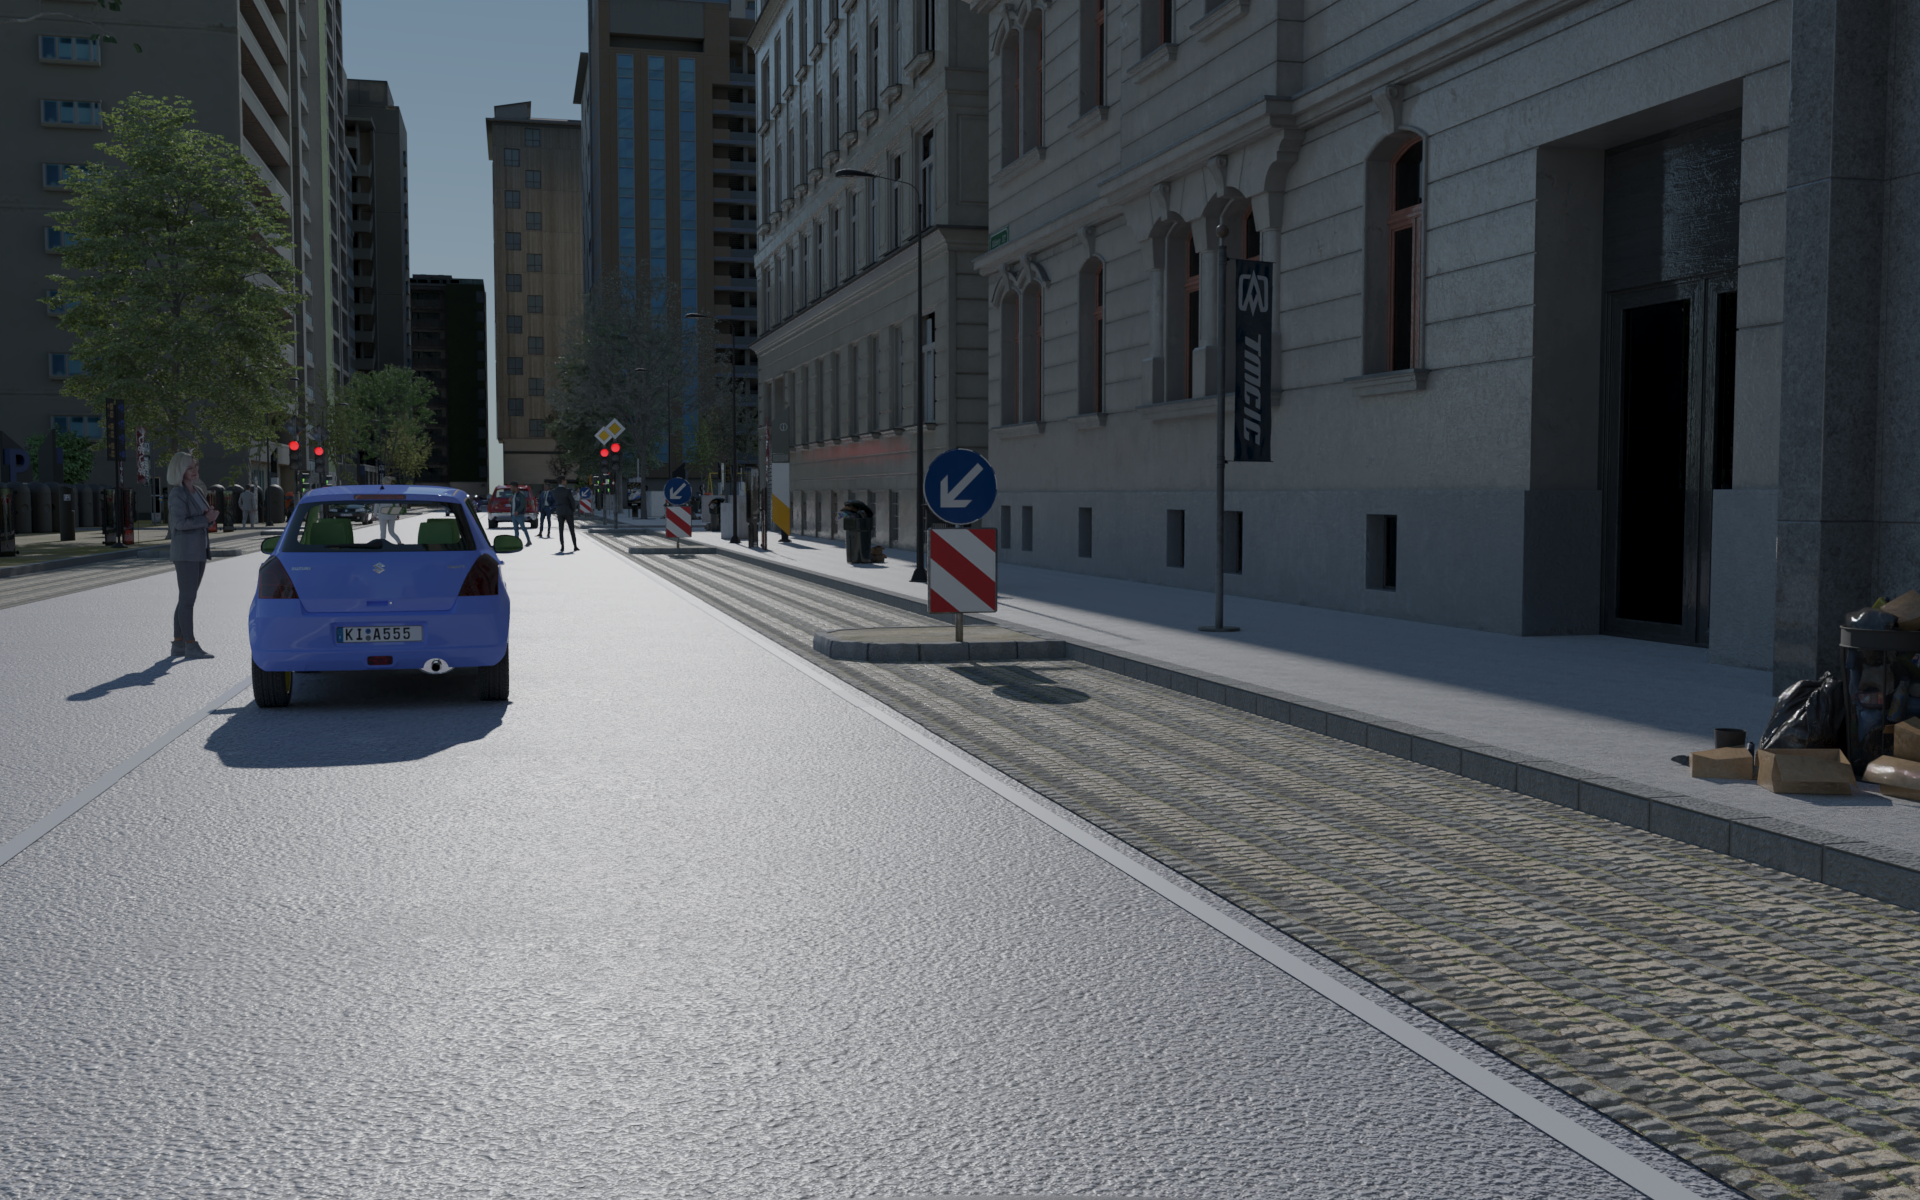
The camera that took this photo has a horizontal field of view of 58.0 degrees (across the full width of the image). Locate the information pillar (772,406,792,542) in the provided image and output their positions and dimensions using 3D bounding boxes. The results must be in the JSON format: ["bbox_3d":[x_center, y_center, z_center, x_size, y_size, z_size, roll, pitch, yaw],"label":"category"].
[{"bbox_3d":[-4.766,-3.357,46.247,0.504,3.616,0.183,0,4,8],"label":"information pillar"}]

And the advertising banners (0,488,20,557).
[{"bbox_3d":[-19.543,-2.346,34.543,0.090,3.025,2.074,0,4,8],"label":"advertising banners"}]

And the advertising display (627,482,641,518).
[{"bbox_3d":[-17.745,-5.464,94.556,0.974,1.923,0.123,2,4,30],"label":"advertising display"}]

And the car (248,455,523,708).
[{"bbox_3d":[-4.286,-0.213,13.075,1.945,1.707,3.694,-1,4,-16],"label":"car"}]

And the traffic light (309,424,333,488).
[{"bbox_3d":[-25.450,-4.895,68.956,0.839,4.253,0.868,-1,4,-14],"label":"traffic light"}]

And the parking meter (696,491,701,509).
[{"bbox_3d":[-22.313,-8.529,147.853,0.372,1.533,0.369,0,3,0],"label":"parking meter"}]

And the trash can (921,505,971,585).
[{"bbox_3d":[-0.149,-0.715,23.339,0.748,1.137,0.748,0,3,0],"label":"trash can"}]

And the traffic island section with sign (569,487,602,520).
[{"bbox_3d":[-20.872,-5.334,95.838,1.989,1.847,2.006,-1,4,-14],"label":"traffic island section with sign"}]

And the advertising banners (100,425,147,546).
[{"bbox_3d":[-21.051,-2.906,43.701,0.090,3.025,2.074,0,4,5],"label":"advertising banners"}]

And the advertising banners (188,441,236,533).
[{"bbox_3d":[-24.915,-3.758,57.627,0.090,3.025,2.074,1,4,20],"label":"advertising banners"}]

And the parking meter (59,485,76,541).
[{"bbox_3d":[-24.567,-2.400,47.651,0.372,1.533,0.369,0,3,0],"label":"parking meter"}]

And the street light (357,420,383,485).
[{"bbox_3d":[-37.111,-8.312,108.438,1.470,5.913,1.316,-1,4,-14],"label":"street light"}]

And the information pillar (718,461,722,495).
[{"bbox_3d":[-17.216,-8.123,124.170,0.183,3.616,0.504,-2,4,-31],"label":"information pillar"}]

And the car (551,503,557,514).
[{"bbox_3d":[-29.100,-6.980,126.708,1.945,1.354,3.894,-1,4,-15],"label":"car"}]

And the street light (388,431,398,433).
[{"bbox_3d":[-42.304,-9.518,128.166,1.470,5.913,1.316,-1,4,-14],"label":"street light"}]

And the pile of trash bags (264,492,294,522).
[{"bbox_3d":[-31.172,-4.299,80.037,1.912,1.369,3.447,-1,4,-14],"label":"pile of trash bags"}]

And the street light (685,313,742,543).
[{"bbox_3d":[-6.380,-4.420,44.809,1.470,5.913,1.316,-1,4,-14],"label":"street light"}]

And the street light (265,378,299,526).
[{"bbox_3d":[-27.051,-5.908,69.137,1.470,5.913,1.316,-1,4,-14],"label":"street light"}]

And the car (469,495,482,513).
[{"bbox_3d":[-37.746,-7.382,133.277,1.945,1.354,3.894,-1,4,-13],"label":"car"}]

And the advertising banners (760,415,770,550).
[{"bbox_3d":[-4.456,-2.651,39.536,0.090,3.025,2.074,-1,4,-10],"label":"advertising banners"}]

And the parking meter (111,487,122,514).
[{"bbox_3d":[-28.293,-3.040,58.117,0.372,1.533,0.369,0,3,0],"label":"parking meter"}]

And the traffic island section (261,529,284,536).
[{"bbox_3d":[-23.502,-2.389,61.346,2.009,0.180,2.903,-1,4,-14],"label":"traffic island section"}]

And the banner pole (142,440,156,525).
[{"bbox_3d":[-33.157,-4.945,70.862,0.863,3.779,0.401,2,4,23],"label":"banner pole"}]

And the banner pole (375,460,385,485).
[{"bbox_3d":[-41.975,-8.274,125.291,0.863,3.779,0.401,0,4,-8],"label":"banner pole"}]

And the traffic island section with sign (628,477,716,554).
[{"bbox_3d":[-6.984,-2.030,41.821,1.989,1.847,2.006,-1,4,-14],"label":"traffic island section with sign"}]

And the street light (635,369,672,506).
[{"bbox_3d":[-11.338,-5.614,64.332,1.470,5.913,1.316,-1,4,-14],"label":"street light"}]

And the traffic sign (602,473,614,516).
[{"bbox_3d":[-20.695,-6.250,102.188,0.884,2.594,0.081,-1,4,-12],"label":"traffic sign"}]

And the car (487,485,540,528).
[{"bbox_3d":[-19.064,-3.994,73.979,2.281,1.827,5.304,-1,4,-13],"label":"car"}]

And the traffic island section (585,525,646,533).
[{"bbox_3d":[-12.709,-2.558,64.105,2.009,0.180,2.903,-1,4,-14],"label":"traffic island section"}]

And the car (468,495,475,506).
[{"bbox_3d":[-32.516,-6.147,112.508,2.014,1.417,4.499,-1,4,-15],"label":"car"}]

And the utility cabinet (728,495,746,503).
[{"bbox_3d":[-11.874,-4.982,92.613,1.020,1.237,0.306,-2,4,-29],"label":"utility cabinet"}]

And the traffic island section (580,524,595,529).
[{"bbox_3d":[-14.698,-3.031,71.840,2.009,0.180,2.903,-1,4,-14],"label":"traffic island section"}]

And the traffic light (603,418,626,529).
[{"bbox_3d":[-12.751,-4.591,63.981,0.839,4.253,0.868,-1,4,-14],"label":"traffic light"}]

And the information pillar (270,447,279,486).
[{"bbox_3d":[-34.418,-5.852,87.035,0.504,3.616,0.183,2,4,30],"label":"information pillar"}]

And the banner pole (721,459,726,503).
[{"bbox_3d":[-16.726,-8.108,122.581,0.401,3.779,0.863,1,4,15],"label":"banner pole"}]

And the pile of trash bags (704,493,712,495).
[{"bbox_3d":[-13.887,-5.821,104.925,3.447,1.369,1.912,0,4,3],"label":"pile of trash bags"}]

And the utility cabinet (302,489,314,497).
[{"bbox_3d":[-31.244,-4.561,83.246,0.318,1.500,1.173,-3,5,-43],"label":"utility cabinet"}]

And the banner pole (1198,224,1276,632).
[{"bbox_3d":[2.632,-1.607,16.295,0.863,3.779,0.401,-2,4,-32],"label":"banner pole"}]

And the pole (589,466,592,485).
[{"bbox_3d":[-27.264,-8.190,127.746,0.158,3.312,0.155,0,3,0],"label":"pole"}]

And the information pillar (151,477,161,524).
[{"bbox_3d":[-35.052,-4.343,75.494,0.304,2.012,0.304,-3,5,-44],"label":"information pillar"}]

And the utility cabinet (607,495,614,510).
[{"bbox_3d":[-28.070,-7.815,138.930,1.020,1.237,0.306,0,4,-8],"label":"utility cabinet"}]

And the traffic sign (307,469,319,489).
[{"bbox_3d":[-31.496,-5.182,84.729,0.884,2.594,0.081,-1,4,-8],"label":"traffic sign"}]

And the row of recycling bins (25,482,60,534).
[{"bbox_3d":[-30.606,-3.033,56.710,1.069,1.692,3.534,1,4,10],"label":"row of recycling bins"}]

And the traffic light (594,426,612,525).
[{"bbox_3d":[-14.739,-5.064,71.715,0.839,4.253,0.868,-1,4,-14],"label":"traffic light"}]

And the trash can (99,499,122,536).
[{"bbox_3d":[-25.642,-2.493,52.419,0.748,1.137,0.748,0,3,0],"label":"trash can"}]

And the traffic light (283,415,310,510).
[{"bbox_3d":[-23.461,-4.422,61.221,0.839,4.253,0.868,-1,4,-14],"label":"traffic light"}]

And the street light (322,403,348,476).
[{"bbox_3d":[-31.995,-7.102,88.663,1.470,5.913,1.316,-1,4,-14],"label":"street light"}]

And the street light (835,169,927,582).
[{"bbox_3d":[-1.106,-3.211,25.047,1.470,5.913,1.316,-1,4,-14],"label":"street light"}]

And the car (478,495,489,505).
[{"bbox_3d":[-54.615,-11.398,198.929,1.945,1.354,3.894,-1,4,-13],"label":"car"}]

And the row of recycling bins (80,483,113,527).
[{"bbox_3d":[-34.067,-3.694,67.517,1.069,1.692,3.534,0,4,2],"label":"row of recycling bins"}]

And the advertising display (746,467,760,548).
[{"bbox_3d":[-4.997,-2.239,41.821,0.123,1.923,0.974,0,4,6],"label":"advertising display"}]

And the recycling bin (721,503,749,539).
[{"bbox_3d":[-6.339,-2.256,49.439,0.722,1.027,0.722,3,4,37],"label":"recycling bin"}]

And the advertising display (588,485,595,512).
[{"bbox_3d":[-26.011,-7.157,122.230,0.123,1.923,0.974,-2,4,-33],"label":"advertising display"}]

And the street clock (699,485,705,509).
[{"bbox_3d":[-21.419,-8.523,143.928,0.358,2.002,0.471,2,4,32],"label":"street clock"}]

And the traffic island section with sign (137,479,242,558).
[{"bbox_3d":[-17.605,-1.899,39.673,1.989,1.847,2.006,-1,4,-14],"label":"traffic island section with sign"}]

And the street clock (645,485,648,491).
[{"bbox_3d":[-25.980,-8.470,143.047,0.358,2.002,0.471,2,4,31],"label":"street clock"}]

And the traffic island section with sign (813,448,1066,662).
[{"bbox_3d":[-0.283,-0.433,15.709,1.989,1.847,2.006,-1,4,-14],"label":"traffic island section with sign"}]

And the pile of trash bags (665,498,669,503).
[{"bbox_3d":[-21.844,-7.110,125.999,1.912,1.369,3.447,-2,4,-29],"label":"pile of trash bags"}]

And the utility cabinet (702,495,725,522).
[{"bbox_3d":[-11.186,-4.122,78.556,1.020,1.237,0.306,-1,4,-18],"label":"utility cabinet"}]

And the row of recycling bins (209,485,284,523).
[{"bbox_3d":[-31.572,-4.246,76.540,3.534,1.692,1.069,0,4,8],"label":"row of recycling bins"}]
